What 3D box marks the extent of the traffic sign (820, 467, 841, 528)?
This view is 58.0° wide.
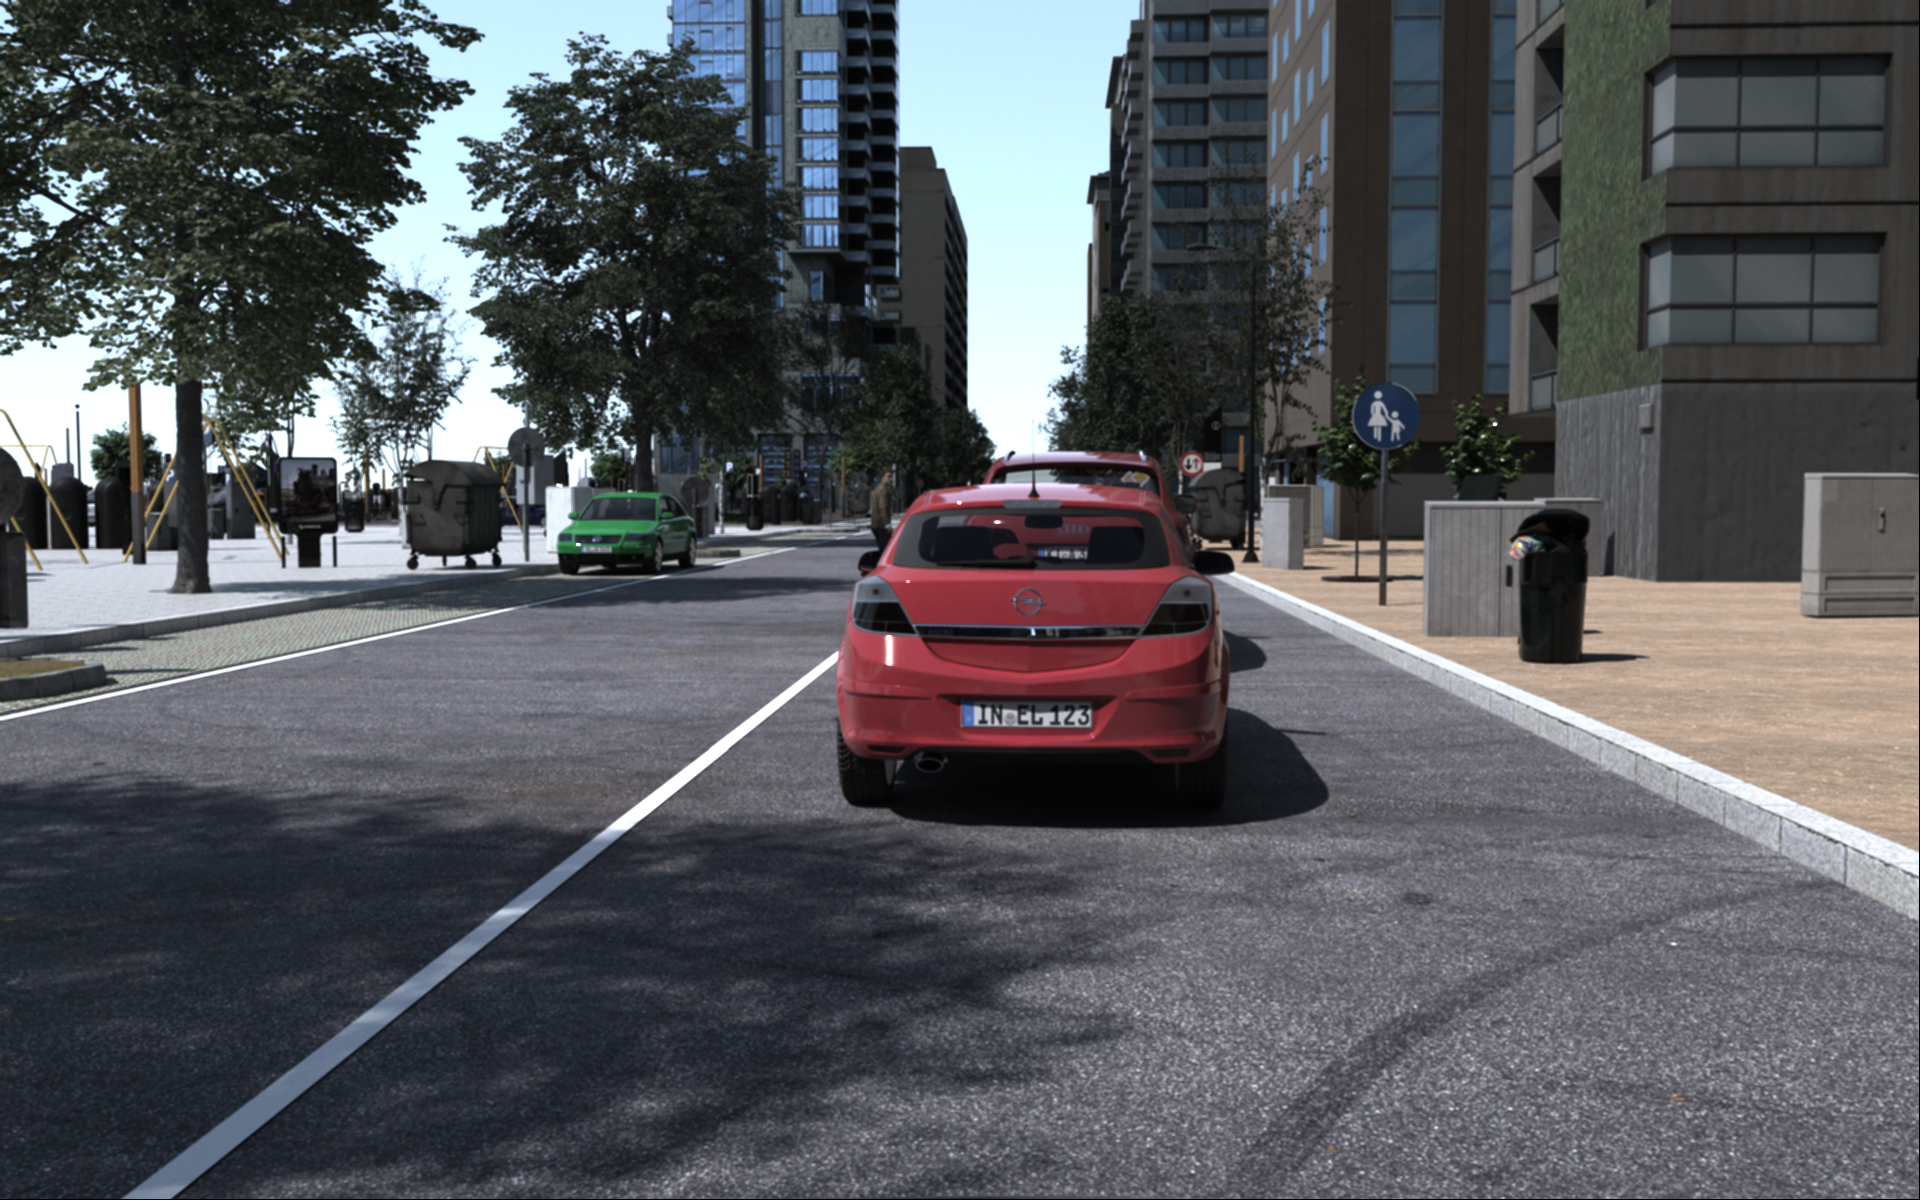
[{"bbox_3d":[-4.818,-3.731,64.638,0.795,2.450,0.064,0,4,3],"label":"traffic sign"}]

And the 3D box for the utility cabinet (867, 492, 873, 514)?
[{"bbox_3d":[-6.037,-6.156,109.337,1.173,1.500,0.318,2,4,25],"label":"utility cabinet"}]

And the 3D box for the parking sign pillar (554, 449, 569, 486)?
[{"bbox_3d":[-24.323,-7.112,104.755,1.447,3.967,1.447,1,4,17],"label":"parking sign pillar"}]

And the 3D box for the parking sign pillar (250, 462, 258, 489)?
[{"bbox_3d":[-55.636,-9.123,137.627,1.447,3.967,1.447,-2,4,-27],"label":"parking sign pillar"}]

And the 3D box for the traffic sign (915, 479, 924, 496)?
[{"bbox_3d":[-3.357,-8.796,143.918,0.768,2.556,0.104,0,4,5],"label":"traffic sign"}]

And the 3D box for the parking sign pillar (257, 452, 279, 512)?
[{"bbox_3d":[-39.723,-6.886,101.057,1.447,3.967,1.447,1,4,13],"label":"parking sign pillar"}]

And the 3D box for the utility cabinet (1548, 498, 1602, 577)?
[{"bbox_3d":[9.410,-0.958,26.825,1.020,1.237,0.306,-1,4,-17],"label":"utility cabinet"}]

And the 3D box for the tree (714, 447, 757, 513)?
[{"bbox_3d":[-15.538,-8.347,120.192,4.285,4.588,4.351,0,3,0],"label":"tree"}]

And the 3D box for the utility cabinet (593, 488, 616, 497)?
[{"bbox_3d":[-13.226,-3.380,63.938,0.318,1.500,1.173,2,4,31],"label":"utility cabinet"}]

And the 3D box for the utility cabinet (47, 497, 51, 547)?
[{"bbox_3d":[-22.156,-1.890,42.061,1.020,1.237,0.306,2,4,26],"label":"utility cabinet"}]

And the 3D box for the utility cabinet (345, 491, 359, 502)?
[{"bbox_3d":[-51.323,-8.417,146.299,1.173,1.500,0.318,-1,4,-14],"label":"utility cabinet"}]

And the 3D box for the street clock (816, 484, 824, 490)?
[{"bbox_3d":[-9.465,-6.889,117.202,0.471,2.002,0.358,-2,4,-23],"label":"street clock"}]

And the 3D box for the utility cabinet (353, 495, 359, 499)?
[{"bbox_3d":[-42.701,-6.814,122.575,0.306,1.237,1.020,-2,4,-34],"label":"utility cabinet"}]

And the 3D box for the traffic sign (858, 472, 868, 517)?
[{"bbox_3d":[-5.589,-6.021,98.554,0.768,2.556,0.104,1,4,10],"label":"traffic sign"}]

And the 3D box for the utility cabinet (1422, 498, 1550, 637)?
[{"bbox_3d":[4.728,-0.274,15.635,1.020,1.237,0.306,0,4,4],"label":"utility cabinet"}]

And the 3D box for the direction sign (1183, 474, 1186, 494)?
[{"bbox_3d":[18.106,-9.066,140.229,0.379,3.537,0.876,2,4,26],"label":"direction sign"}]

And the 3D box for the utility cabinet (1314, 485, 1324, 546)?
[{"bbox_3d":[8.574,-2.060,42.354,0.318,1.500,1.173,0,4,-6],"label":"utility cabinet"}]

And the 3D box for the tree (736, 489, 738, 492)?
[{"bbox_3d":[-19.322,-9.186,144.785,1.663,3.219,1.824,0,3,0],"label":"tree"}]

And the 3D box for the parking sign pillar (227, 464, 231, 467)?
[{"bbox_3d":[-60.929,-9.607,145.547,1.447,3.967,1.447,-3,4,-36],"label":"parking sign pillar"}]

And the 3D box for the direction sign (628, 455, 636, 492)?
[{"bbox_3d":[-18.808,-6.591,99.756,0.876,3.537,0.379,0,4,-3],"label":"direction sign"}]

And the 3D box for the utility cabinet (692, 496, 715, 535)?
[{"bbox_3d":[-8.096,-2.660,54.649,0.306,1.237,1.020,1,4,20],"label":"utility cabinet"}]

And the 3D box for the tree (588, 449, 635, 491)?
[{"bbox_3d":[-23.566,-8.180,117.449,4.285,4.588,4.351,0,3,0],"label":"tree"}]

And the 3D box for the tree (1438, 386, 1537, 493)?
[{"bbox_3d":[8.989,-2.192,30.442,1.663,3.219,1.824,0,3,0],"label":"tree"}]

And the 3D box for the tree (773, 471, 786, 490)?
[{"bbox_3d":[-12.849,-8.154,127.926,1.663,3.219,1.824,0,3,0],"label":"tree"}]

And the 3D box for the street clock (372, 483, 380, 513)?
[{"bbox_3d":[-37.381,-6.508,110.970,0.358,2.002,0.471,2,4,25],"label":"street clock"}]

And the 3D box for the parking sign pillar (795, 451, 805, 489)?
[{"bbox_3d":[-10.140,-7.380,109.130,1.447,3.967,1.447,-1,4,-19],"label":"parking sign pillar"}]

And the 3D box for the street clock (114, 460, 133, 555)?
[{"bbox_3d":[-17.592,-1.961,36.628,0.471,2.002,0.358,1,4,14],"label":"street clock"}]

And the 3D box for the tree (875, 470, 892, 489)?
[{"bbox_3d":[-6.552,-11.564,139.439,4.360,8.622,3.978,0,3,0],"label":"tree"}]

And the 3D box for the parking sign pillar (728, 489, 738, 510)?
[{"bbox_3d":[-18.949,-9.428,142.615,1.447,3.967,1.447,1,4,11],"label":"parking sign pillar"}]

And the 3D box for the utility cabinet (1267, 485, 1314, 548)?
[{"bbox_3d":[7.634,-1.945,40.485,1.173,1.500,0.318,-2,4,-23],"label":"utility cabinet"}]

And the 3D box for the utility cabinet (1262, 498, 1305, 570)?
[{"bbox_3d":[5.539,-1.133,29.683,0.306,1.237,1.020,-1,4,-17],"label":"utility cabinet"}]

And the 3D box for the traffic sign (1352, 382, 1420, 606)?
[{"bbox_3d":[4.866,-1.208,19.858,0.768,2.556,0.104,0,4,6],"label":"traffic sign"}]

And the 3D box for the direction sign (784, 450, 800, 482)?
[{"bbox_3d":[-8.551,-5.882,88.164,0.876,3.537,0.379,2,4,25],"label":"direction sign"}]

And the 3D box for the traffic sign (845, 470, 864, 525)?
[{"bbox_3d":[-4.429,-4.218,72.614,0.795,2.450,0.064,0,4,3],"label":"traffic sign"}]

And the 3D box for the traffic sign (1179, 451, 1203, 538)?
[{"bbox_3d":[6.829,-3.111,50.965,0.768,2.556,0.104,0,4,8],"label":"traffic sign"}]

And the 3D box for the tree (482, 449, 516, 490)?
[{"bbox_3d":[-33.391,-8.701,125.968,4.285,4.588,4.351,0,3,0],"label":"tree"}]

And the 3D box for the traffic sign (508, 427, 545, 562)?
[{"bbox_3d":[-8.232,-2.003,32.862,0.768,2.556,0.104,1,4,12],"label":"traffic sign"}]

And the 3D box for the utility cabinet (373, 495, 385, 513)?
[{"bbox_3d":[-40.490,-6.701,120.716,1.020,1.237,0.306,3,5,42],"label":"utility cabinet"}]

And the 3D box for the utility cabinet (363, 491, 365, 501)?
[{"bbox_3d":[-47.400,-7.920,138.174,0.318,1.500,1.173,-1,4,-13],"label":"utility cabinet"}]

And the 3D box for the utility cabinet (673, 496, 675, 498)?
[{"bbox_3d":[-10.588,-3.164,62.890,0.306,1.237,1.020,0,4,3],"label":"utility cabinet"}]

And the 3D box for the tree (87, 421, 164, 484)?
[{"bbox_3d":[-37.309,-5.729,77.390,4.285,4.588,4.351,0,3,0],"label":"tree"}]

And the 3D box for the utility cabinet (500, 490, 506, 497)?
[{"bbox_3d":[-24.387,-5.147,92.828,0.318,1.500,1.173,0,4,-2],"label":"utility cabinet"}]

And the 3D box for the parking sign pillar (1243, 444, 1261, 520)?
[{"bbox_3d":[14.121,-5.932,85.459,1.447,3.967,1.447,2,4,25],"label":"parking sign pillar"}]

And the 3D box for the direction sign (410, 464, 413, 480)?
[{"bbox_3d":[-36.439,-7.528,115.087,0.379,3.537,0.876,0,4,-7],"label":"direction sign"}]

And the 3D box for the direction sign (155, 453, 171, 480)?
[{"bbox_3d":[-44.394,-6.397,96.595,0.876,3.537,0.379,0,4,-1],"label":"direction sign"}]

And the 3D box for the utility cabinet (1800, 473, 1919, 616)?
[{"bbox_3d":[9.416,-0.574,18.056,1.173,1.500,0.318,-1,4,-9],"label":"utility cabinet"}]
